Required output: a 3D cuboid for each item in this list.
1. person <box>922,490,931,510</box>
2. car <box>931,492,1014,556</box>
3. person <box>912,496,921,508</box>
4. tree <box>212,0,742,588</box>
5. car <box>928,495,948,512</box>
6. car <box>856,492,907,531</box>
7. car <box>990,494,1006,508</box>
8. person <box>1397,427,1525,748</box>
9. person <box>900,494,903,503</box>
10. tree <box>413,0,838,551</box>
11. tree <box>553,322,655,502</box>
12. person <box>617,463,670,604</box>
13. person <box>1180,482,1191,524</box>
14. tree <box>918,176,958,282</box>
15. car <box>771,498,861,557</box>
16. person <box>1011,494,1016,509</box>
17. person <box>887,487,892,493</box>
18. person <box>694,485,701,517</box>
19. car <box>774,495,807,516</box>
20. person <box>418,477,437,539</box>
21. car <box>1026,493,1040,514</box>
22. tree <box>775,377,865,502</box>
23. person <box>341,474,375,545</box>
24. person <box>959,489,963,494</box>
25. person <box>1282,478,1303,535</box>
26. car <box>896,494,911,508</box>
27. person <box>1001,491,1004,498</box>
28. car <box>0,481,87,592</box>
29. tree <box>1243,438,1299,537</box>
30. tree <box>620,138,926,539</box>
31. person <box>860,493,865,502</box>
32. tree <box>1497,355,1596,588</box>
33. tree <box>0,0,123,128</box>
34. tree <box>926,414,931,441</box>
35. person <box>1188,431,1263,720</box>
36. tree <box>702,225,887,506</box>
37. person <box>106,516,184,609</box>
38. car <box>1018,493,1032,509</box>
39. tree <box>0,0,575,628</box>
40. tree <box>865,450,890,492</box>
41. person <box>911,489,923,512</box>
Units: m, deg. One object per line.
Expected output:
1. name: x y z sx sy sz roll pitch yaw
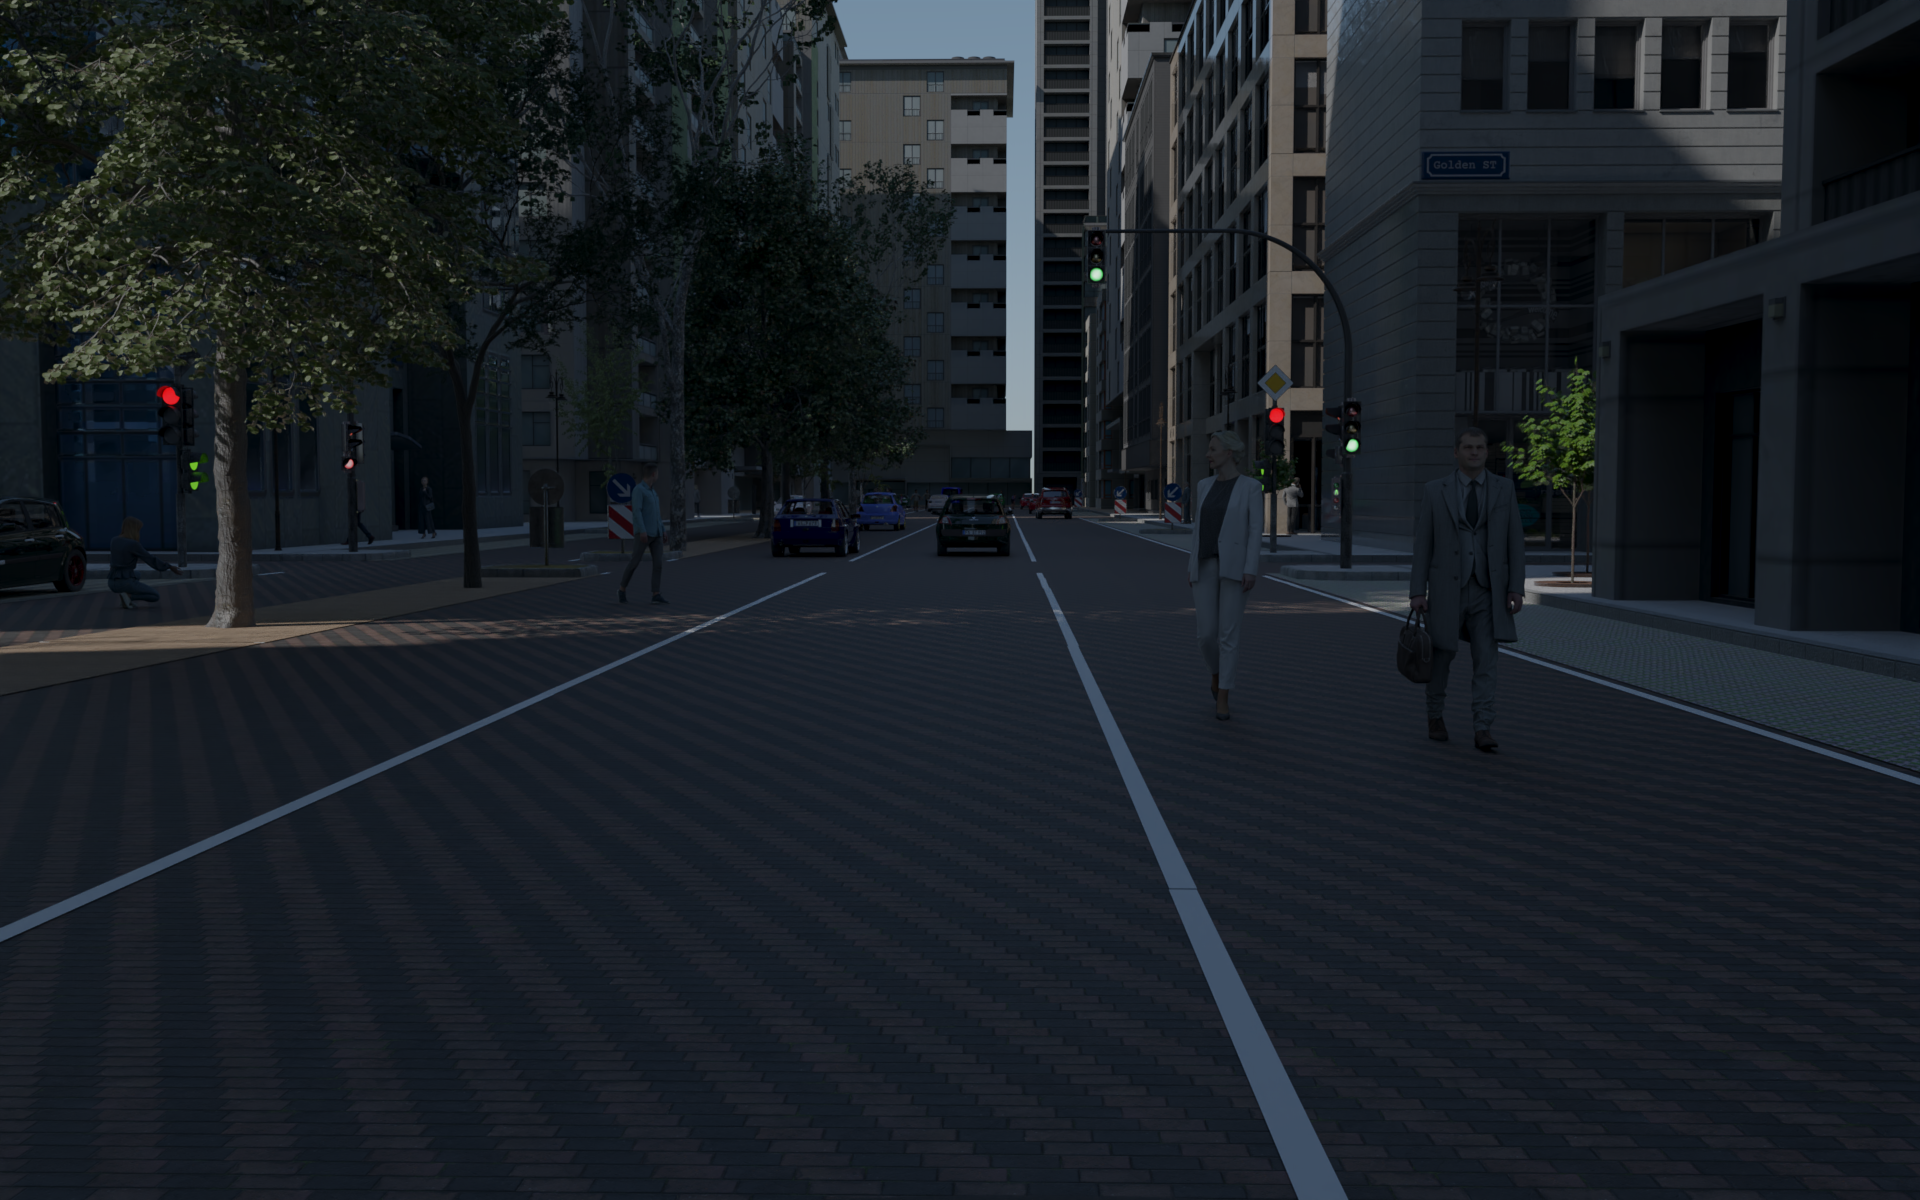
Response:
1. person: -2.853 -8.759 151.726 1.348 1.823 0.705 -3 4 -38
2. car: 0.303 -1.933 41.398 2.009 1.686 4.222 0 4 0
3. person: -4.476 -10.139 174.820 0.990 1.755 0.434 0 4 2
4. tree: -7.381 -5.475 26.380 8.767 10.594 7.601 0 4 1
5. car: -1.639 -7.858 140.836 2.083 1.381 4.827 0 4 2
6. car: -3.103 -3.607 68.560 1.945 1.707 3.694 0 4 3
7. car: 3.650 -10.187 175.348 1.959 1.807 4.718 0 4 3
8. person: 2.870 -0.078 9.875 0.694 1.812 0.767 1 4 8
9. person: -5.259 -8.702 154.008 0.599 1.433 0.991 0 4 -2
10. tree: -8.236 -11.328 43.557 12.611 20.169 13.585 0 3 0
11. tree: -14.805 -7.462 72.370 4.737 8.622 4.395 0 3 0
12. person: -4.120 -0.874 22.645 0.748 1.841 0.638 2 4 32
13. person: 9.631 -4.157 74.183 0.590 1.801 0.661 0 4 0
14. tree: -6.843 -14.236 91.110 12.611 20.169 13.585 0 3 0
15. car: -3.373 -1.735 40.941 1.945 1.354 3.894 0 4 3
16. person: 5.061 -9.262 163.165 0.421 1.427 0.697 -2 4 -24
17. person: -3.832 -5.069 91.725 0.374 1.781 0.599 -3 5 -42
18. person: -14.709 -5.484 95.888 0.709 1.800 0.728 2 4 29
19. car: -9.244 -5.105 95.828 2.083 1.381 4.827 0 4 2
20. person: -15.402 -2.659 49.932 0.576 1.772 0.534 1 4 12
21. car: 5.898 -7.169 126.250 2.155 1.783 4.494 0 4 2
22. tree: -6.440 -7.269 71.676 4.737 8.622 4.395 0 3 0
23. person: -15.245 -2.314 43.783 0.836 1.842 0.656 -1 4 -19
24. person: 0.146 -7.883 137.346 0.705 1.831 1.348 -3 5 -41
25. person: 10.504 -2.965 54.708 0.473 1.802 0.592 -3 5 -39
26. car: -6.111 -10.247 179.328 2.131 1.459 4.920 0 4 3
27. person: 4.501 -10.986 188.252 0.705 1.807 1.348 -2 4 -26
28. car: -13.690 -0.857 23.805 2.009 1.686 4.222 0 4 0
29. tree: 9.289 -3.504 51.885 1.663 3.219 1.824 0 3 0
30. tree: -6.220 -8.328 55.620 9.611 12.733 9.660 0 3 0
31. person: -10.167 -10.465 180.273 0.621 1.740 0.551 3 4 37
32. tree: 8.660 -1.811 24.207 1.663 3.219 1.824 0 3 0
33. tree: -7.666 -5.836 8.239 12.009 13.543 11.850 0 3 0
34. tree: -6.230 -9.785 79.448 9.611 12.733 9.660 0 3 0
35. person: 1.733 -0.179 11.302 0.514 1.842 0.818 1 4 17
36. tree: -6.665 -8.849 65.271 7.486 12.596 7.792 0 3 0
37. person: -10.512 -0.487 21.957 1.012 1.151 0.738 2 4 24
38. car: 6.550 -9.406 162.831 2.155 1.783 4.494 0 4 1
39. tree: -7.886 -5.997 18.643 7.486 12.596 7.792 0 3 0
40. tree: -5.650 -9.014 100.193 4.737 8.622 4.395 0 3 0
41. person: -3.543 -8.091 140.782 1.348 1.824 0.705 -3 5 -43
